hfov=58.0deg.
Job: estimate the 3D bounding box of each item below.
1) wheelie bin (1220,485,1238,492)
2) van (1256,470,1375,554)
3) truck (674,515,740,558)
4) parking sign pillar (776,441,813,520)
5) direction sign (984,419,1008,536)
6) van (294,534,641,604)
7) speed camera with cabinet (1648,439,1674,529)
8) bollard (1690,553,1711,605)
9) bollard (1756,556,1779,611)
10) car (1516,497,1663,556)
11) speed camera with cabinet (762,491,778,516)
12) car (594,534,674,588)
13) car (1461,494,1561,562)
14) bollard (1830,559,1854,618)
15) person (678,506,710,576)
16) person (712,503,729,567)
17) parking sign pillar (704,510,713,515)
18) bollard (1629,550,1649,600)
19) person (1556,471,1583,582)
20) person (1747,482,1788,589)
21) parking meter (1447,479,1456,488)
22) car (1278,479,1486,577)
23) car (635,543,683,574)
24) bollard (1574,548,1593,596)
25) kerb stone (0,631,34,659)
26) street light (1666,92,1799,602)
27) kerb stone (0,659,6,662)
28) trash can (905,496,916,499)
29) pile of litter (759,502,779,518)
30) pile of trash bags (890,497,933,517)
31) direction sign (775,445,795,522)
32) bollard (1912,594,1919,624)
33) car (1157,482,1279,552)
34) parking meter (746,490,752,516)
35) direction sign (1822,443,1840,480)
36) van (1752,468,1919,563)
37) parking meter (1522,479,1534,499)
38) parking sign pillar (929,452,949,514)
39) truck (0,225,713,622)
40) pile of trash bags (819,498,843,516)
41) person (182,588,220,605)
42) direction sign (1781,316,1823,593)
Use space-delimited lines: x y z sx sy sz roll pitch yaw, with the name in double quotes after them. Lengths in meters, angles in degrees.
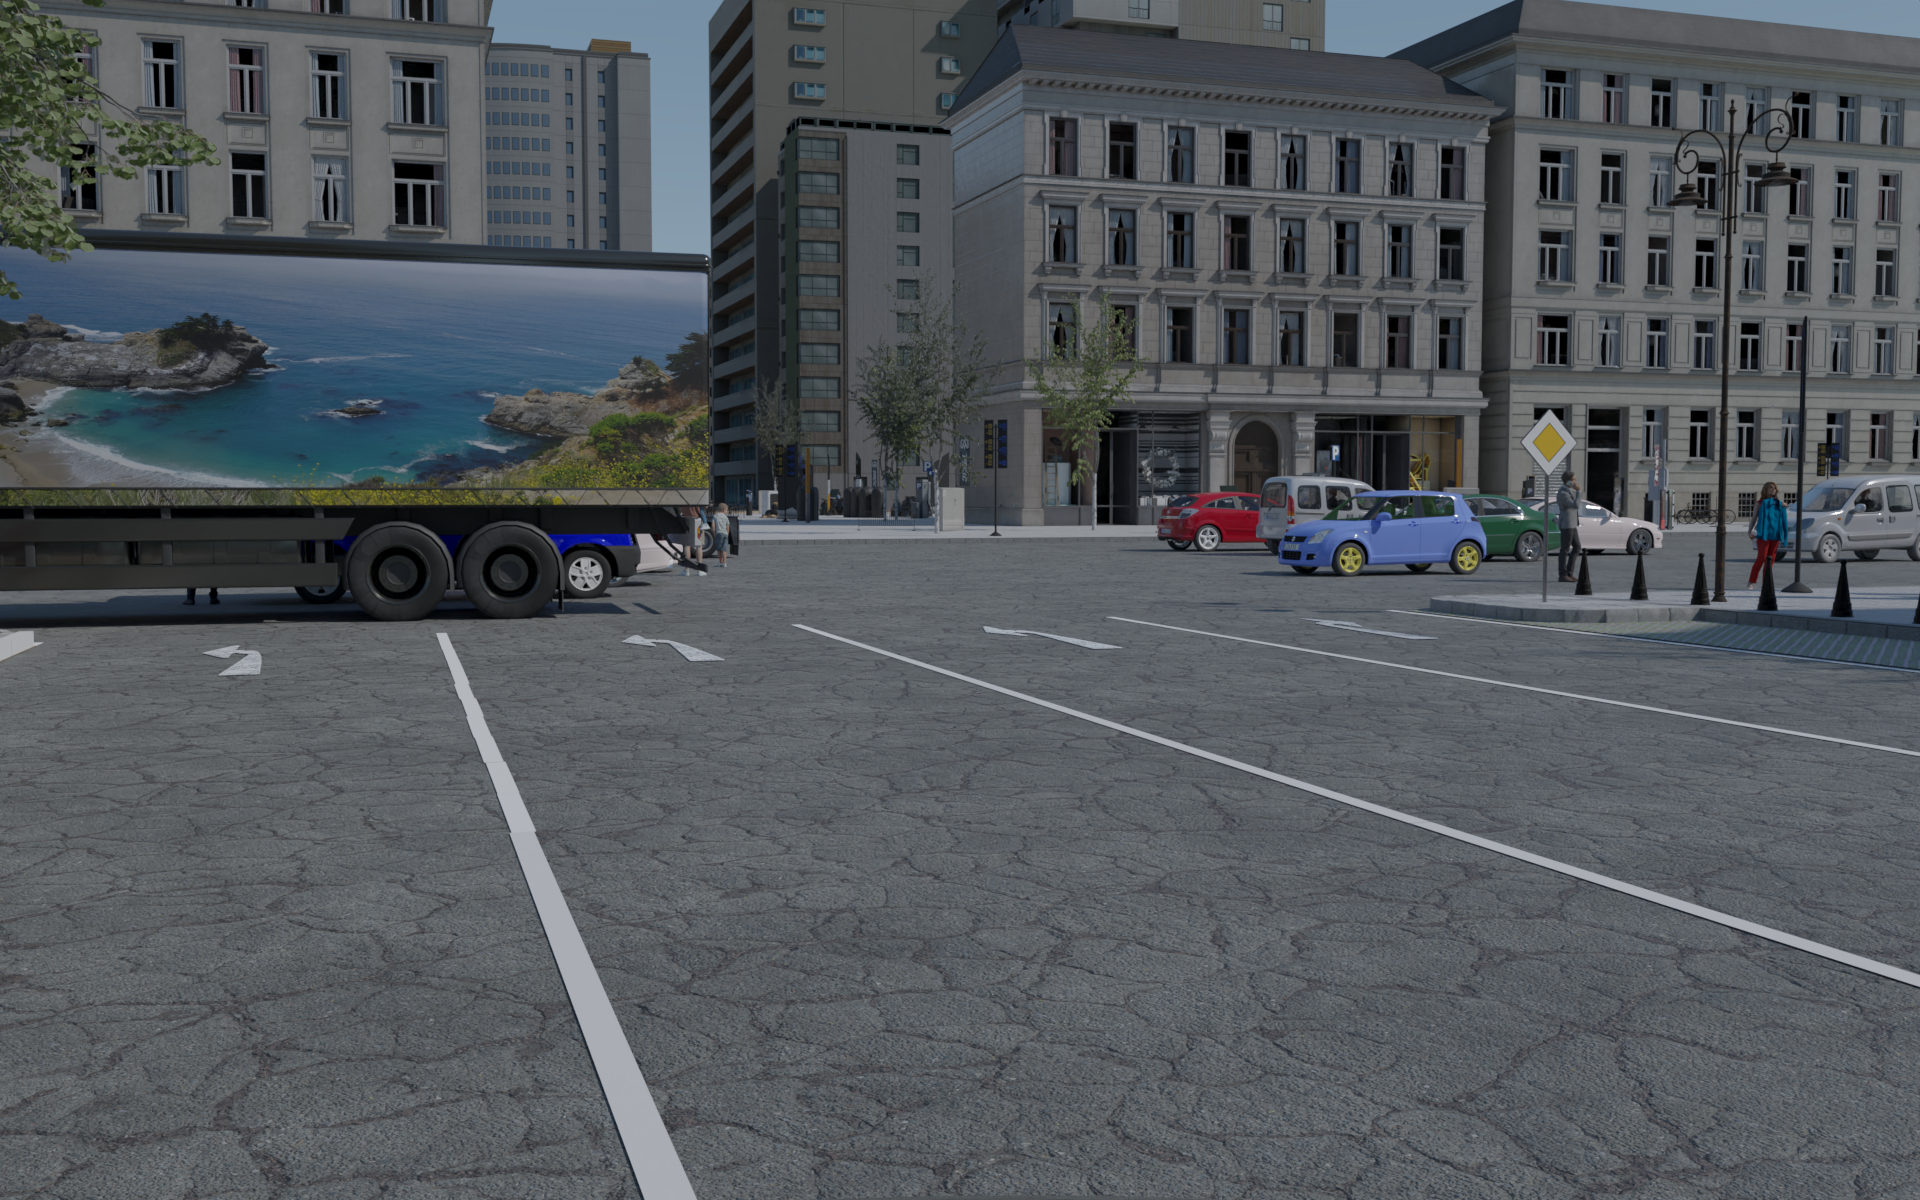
9.784 -3.392 63.372 0.980 1.594 0.693 0 4 -5 "wheelie bin"
9.133 -2.085 41.102 4.112 2.044 2.013 -1 4 -20 "van"
-14.158 -2.863 36.567 18.799 4.110 2.967 -1 4 -19 "truck"
-8.599 -6.070 87.718 1.447 3.967 1.447 2 4 31 "parking sign pillar"
1.090 -3.720 52.819 0.876 3.537 0.379 3 4 39 "direction sign"
-7.067 -1.190 23.844 5.245 2.365 2.240 -1 4 -20 "van"
25.673 -4.225 63.408 0.660 3.252 2.038 2 4 32 "speed camera with cabinet"
8.572 -0.245 20.040 0.229 0.601 0.229 0 3 0 "bollard"
8.897 -0.185 19.065 0.229 0.601 0.229 0 3 0 "bollard"
14.242 -1.743 40.866 4.827 1.381 2.083 -1 4 -17 "car"
-10.061 -6.231 96.220 0.660 3.252 2.038 3 5 44 "speed camera with cabinet"
-6.881 -0.891 26.925 4.827 1.381 2.083 -1 4 -17 "car"
10.434 -1.531 36.832 4.920 1.459 2.131 -1 4 -18 "car"
9.220 -0.125 18.087 0.229 0.601 0.229 0 3 0 "bollard"
-4.665 -1.344 30.443 0.580 1.828 0.573 -3 5 -42 "person"
-4.698 -1.270 33.947 0.332 1.250 0.352 1 4 15 "person"
-15.169 -6.959 102.248 1.447 3.967 1.447 0 4 -5 "parking sign pillar"
8.246 -0.304 21.013 0.229 0.601 0.229 0 3 0 "bollard"
9.931 -1.193 28.188 0.473 1.802 0.592 3 4 36 "person"
12.003 -0.951 25.747 0.593 1.614 0.444 1 4 14 "person"
19.181 -3.777 67.461 0.399 1.863 0.255 1 4 19 "parking meter"
7.536 -1.313 31.054 3.694 1.707 1.945 -1 4 -19 "car"
-7.471 -1.169 31.482 4.827 1.381 2.083 -1 4 -17 "car"
7.922 -0.364 21.988 0.229 0.601 0.229 0 3 0 "bollard"
-8.571 0.396 15.720 0.120 0.150 1.000 -1 4 -18 "kerb stone"
9.042 -2.915 20.448 0.468 5.910 1.993 -1 4 -18 "street light"
-8.242 0.456 14.736 0.120 0.150 1.000 -1 4 -18 "kerb stone"
-3.326 -6.367 115.747 0.748 1.137 0.748 0 3 0 "trash can"
-9.991 -4.883 93.801 1.719 0.858 1.176 1 4 13 "pile of litter"
-2.140 -5.391 97.894 3.447 1.369 1.912 -2 4 -25 "pile of trash bags"
-8.003 -5.337 79.256 0.876 3.537 0.379 -1 4 -8 "direction sign"
9.544 -0.065 17.107 0.229 0.601 0.229 0 3 0 "bollard"
7.250 -2.144 44.097 4.494 1.783 2.155 -1 4 -18 "car"
-12.488 -5.758 102.555 0.372 1.533 0.369 0 3 0 "parking meter"
38.264 -5.162 76.394 0.876 3.537 0.379 1 4 22 "direction sign"
18.959 -1.836 37.023 4.112 2.044 2.013 -1 4 -20 "van"
21.307 -3.626 64.989 0.399 1.863 0.255 0 4 -6 "parking meter"
-1.373 -7.546 111.852 1.447 3.967 1.447 -1 4 -21 "parking sign pillar"
-8.614 -1.886 19.755 11.283 4.237 2.839 -1 4 -17 "truck"
-6.708 -5.762 103.962 3.447 1.369 1.912 -1 4 -12 "pile of trash bags"
-9.940 -0.832 22.630 0.617 1.759 0.750 -2 4 -28 "person"
10.918 -1.865 22.484 0.379 3.537 0.876 2 4 24 "direction sign"
